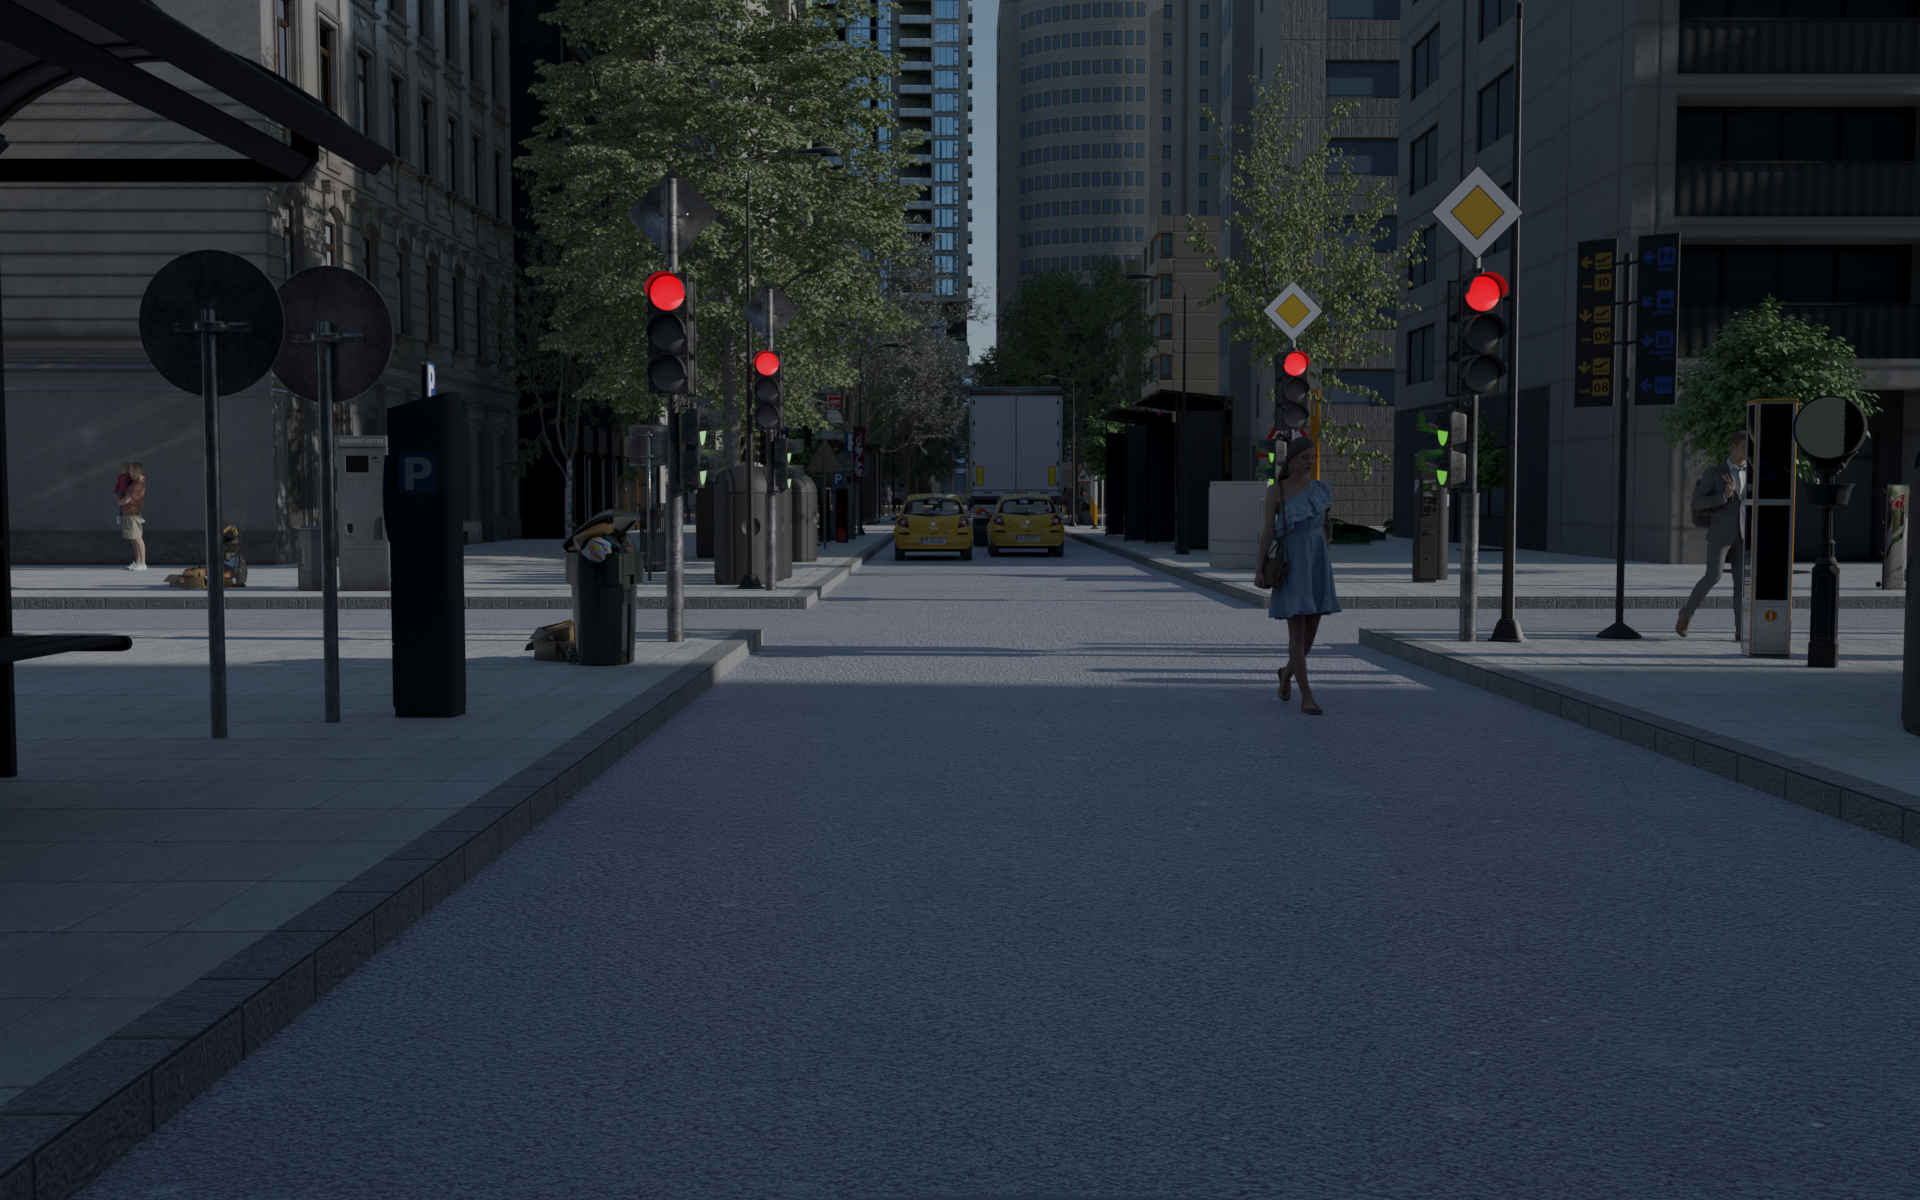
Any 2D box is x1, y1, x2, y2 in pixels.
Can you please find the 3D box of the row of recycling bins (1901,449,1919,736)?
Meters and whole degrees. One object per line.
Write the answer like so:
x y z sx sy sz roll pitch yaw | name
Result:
6.316 -0.191 10.242 1.069 1.692 3.534 3 4 36 | row of recycling bins

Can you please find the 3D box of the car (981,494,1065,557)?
1.514 -1.875 40.874 2.015 1.641 3.980 0 4 0 | car

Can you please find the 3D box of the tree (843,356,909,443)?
-4.704 -8.528 89.791 4.737 8.622 4.395 0 3 0 | tree

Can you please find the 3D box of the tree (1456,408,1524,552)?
11.713 -2.707 38.866 1.663 3.219 1.824 0 3 0 | tree

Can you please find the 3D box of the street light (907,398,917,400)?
-2.688 -6.816 83.976 1.470 5.913 1.316 0 4 0 | street light

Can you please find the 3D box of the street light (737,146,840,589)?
-2.301 -3.105 23.304 1.470 5.913 1.316 0 4 0 | street light

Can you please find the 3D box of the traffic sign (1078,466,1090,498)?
5.638 -4.849 79.277 0.884 2.594 0.081 0 4 3 | traffic sign

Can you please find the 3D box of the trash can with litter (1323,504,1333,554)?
5.077 -0.879 25.752 0.624 1.170 1.055 -1 4 -22 | trash can with litter

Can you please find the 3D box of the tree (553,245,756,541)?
-8.550 -5.901 46.840 4.737 8.622 4.395 0 3 0 | tree

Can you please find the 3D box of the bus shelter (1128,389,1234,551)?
5.314 -3.090 41.798 1.731 3.624 6.357 0 4 0 | bus shelter

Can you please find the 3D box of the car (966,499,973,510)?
1.541 -8.604 153.256 1.945 1.354 3.894 0 4 -2 | car

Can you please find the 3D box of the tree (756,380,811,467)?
-8.419 -7.351 70.556 4.737 8.622 4.395 0 3 0 | tree

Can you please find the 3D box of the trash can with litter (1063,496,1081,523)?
5.228 -4.037 77.055 1.678 1.210 2.233 0 4 5 | trash can with litter

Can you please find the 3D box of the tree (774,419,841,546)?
-4.077 -2.962 43.036 1.663 3.219 1.824 0 3 0 | tree

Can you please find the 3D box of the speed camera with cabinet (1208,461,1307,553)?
6.319 -2.592 36.723 2.038 3.252 0.660 1 4 11 | speed camera with cabinet

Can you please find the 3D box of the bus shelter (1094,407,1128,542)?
4.938 -3.576 49.748 1.731 3.624 6.357 0 4 0 | bus shelter

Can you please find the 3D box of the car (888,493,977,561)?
-0.606 -1.743 38.725 2.015 1.641 3.980 0 4 -1 | car

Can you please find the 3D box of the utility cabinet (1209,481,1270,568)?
4.882 -1.295 29.859 1.173 1.500 0.318 3 5 43 | utility cabinet

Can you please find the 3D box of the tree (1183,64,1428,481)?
5.858 -4.871 29.996 4.737 8.622 4.395 0 3 0 | tree

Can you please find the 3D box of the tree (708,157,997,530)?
-3.866 -9.303 62.479 12.009 13.543 11.850 0 3 0 | tree

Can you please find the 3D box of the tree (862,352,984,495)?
-3.694 -13.716 130.907 9.857 13.997 8.962 0 3 0 | tree

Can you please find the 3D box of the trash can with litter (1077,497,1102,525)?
5.401 -3.713 72.089 1.055 1.170 0.624 2 4 30 | trash can with litter

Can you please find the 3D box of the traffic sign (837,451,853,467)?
-3.285 -3.103 50.847 0.768 2.556 0.104 1 4 9 | traffic sign

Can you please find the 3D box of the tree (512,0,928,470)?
-4.205 -6.879 30.606 7.486 12.596 7.792 0 3 0 | tree

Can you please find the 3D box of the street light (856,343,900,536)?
-2.536 -4.951 53.491 1.470 5.913 1.316 0 4 0 | street light

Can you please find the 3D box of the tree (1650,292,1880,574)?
13.192 -2.719 28.178 4.285 4.588 4.351 0 3 0 | tree

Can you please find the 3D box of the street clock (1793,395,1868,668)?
6.415 -0.504 12.816 0.471 2.002 0.358 2 4 33 | street clock

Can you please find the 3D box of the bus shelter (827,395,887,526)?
-4.330 -5.832 72.986 2.179 5.291 8.768 0 4 0 | bus shelter

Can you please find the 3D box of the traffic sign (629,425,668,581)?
-4.592 -1.434 25.579 0.606 2.300 0.079 1 4 8 | traffic sign

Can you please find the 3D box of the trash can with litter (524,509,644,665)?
-2.905 -0.109 13.164 1.055 1.170 0.624 2 4 35 | trash can with litter

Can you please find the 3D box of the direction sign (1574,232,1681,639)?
5.885 -1.429 15.358 0.876 3.537 0.379 3 4 38 | direction sign

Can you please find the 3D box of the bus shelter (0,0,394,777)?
-3.620 -0.697 5.323 2.014 3.302 5.546 0 4 0 | bus shelter

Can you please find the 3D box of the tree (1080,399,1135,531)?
5.623 -4.664 59.966 4.285 4.588 4.351 0 3 0 | tree

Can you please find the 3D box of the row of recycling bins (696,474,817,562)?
-4.026 -1.637 33.883 1.069 1.692 3.534 -3 5 -41 | row of recycling bins

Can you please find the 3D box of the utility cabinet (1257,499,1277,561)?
5.085 -1.075 28.735 0.306 1.237 1.020 0 4 8 | utility cabinet

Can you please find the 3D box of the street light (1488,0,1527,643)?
4.237 -2.594 14.946 1.470 5.913 1.316 0 4 0 | street light

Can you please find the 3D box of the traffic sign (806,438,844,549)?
-3.156 -2.473 40.441 0.884 2.594 0.081 0 3 0 | traffic sign

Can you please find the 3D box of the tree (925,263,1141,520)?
4.531 -10.344 86.134 9.611 12.733 9.660 0 3 0 | tree

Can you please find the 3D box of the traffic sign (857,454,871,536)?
-3.077 -3.194 52.324 0.768 2.556 0.104 0 4 8 | traffic sign

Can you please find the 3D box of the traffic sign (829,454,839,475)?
-3.788 -3.327 54.501 0.768 2.556 0.104 0 4 5 | traffic sign

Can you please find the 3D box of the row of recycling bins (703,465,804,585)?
-3.055 -1.158 26.047 1.069 1.692 3.534 0 4 -1 | row of recycling bins

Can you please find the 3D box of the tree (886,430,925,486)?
-4.557 -15.393 168.681 9.611 12.733 9.660 0 3 0 | tree

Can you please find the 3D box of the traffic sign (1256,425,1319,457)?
4.718 -1.530 25.012 0.884 2.594 0.081 0 4 4 | traffic sign

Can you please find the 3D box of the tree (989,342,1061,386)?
4.276 -14.386 141.859 9.857 13.997 8.962 0 3 0 | tree

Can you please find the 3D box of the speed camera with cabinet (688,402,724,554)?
-4.801 -2.621 37.187 2.038 3.252 0.660 1 4 18 | speed camera with cabinet

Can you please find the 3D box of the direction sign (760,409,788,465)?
-4.942 -3.311 46.133 0.876 3.537 0.379 2 4 27 | direction sign

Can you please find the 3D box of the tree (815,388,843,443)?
-8.468 -7.779 77.548 4.737 8.622 4.395 0 3 0 | tree

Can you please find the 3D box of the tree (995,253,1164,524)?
5.099 -9.083 74.265 9.928 11.665 9.643 0 3 0 | tree

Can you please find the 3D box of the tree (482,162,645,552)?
-8.696 -5.377 38.274 4.360 8.622 3.978 0 3 0 | tree

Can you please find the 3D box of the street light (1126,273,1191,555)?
4.193 -3.919 36.609 1.470 5.913 1.316 0 4 0 | street light

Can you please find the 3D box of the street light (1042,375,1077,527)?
3.896 -5.831 67.872 1.470 5.913 1.316 0 4 0 | street light

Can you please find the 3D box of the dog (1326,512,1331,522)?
11.510 -2.461 54.619 0.513 0.831 0.800 2 4 35 | dog
